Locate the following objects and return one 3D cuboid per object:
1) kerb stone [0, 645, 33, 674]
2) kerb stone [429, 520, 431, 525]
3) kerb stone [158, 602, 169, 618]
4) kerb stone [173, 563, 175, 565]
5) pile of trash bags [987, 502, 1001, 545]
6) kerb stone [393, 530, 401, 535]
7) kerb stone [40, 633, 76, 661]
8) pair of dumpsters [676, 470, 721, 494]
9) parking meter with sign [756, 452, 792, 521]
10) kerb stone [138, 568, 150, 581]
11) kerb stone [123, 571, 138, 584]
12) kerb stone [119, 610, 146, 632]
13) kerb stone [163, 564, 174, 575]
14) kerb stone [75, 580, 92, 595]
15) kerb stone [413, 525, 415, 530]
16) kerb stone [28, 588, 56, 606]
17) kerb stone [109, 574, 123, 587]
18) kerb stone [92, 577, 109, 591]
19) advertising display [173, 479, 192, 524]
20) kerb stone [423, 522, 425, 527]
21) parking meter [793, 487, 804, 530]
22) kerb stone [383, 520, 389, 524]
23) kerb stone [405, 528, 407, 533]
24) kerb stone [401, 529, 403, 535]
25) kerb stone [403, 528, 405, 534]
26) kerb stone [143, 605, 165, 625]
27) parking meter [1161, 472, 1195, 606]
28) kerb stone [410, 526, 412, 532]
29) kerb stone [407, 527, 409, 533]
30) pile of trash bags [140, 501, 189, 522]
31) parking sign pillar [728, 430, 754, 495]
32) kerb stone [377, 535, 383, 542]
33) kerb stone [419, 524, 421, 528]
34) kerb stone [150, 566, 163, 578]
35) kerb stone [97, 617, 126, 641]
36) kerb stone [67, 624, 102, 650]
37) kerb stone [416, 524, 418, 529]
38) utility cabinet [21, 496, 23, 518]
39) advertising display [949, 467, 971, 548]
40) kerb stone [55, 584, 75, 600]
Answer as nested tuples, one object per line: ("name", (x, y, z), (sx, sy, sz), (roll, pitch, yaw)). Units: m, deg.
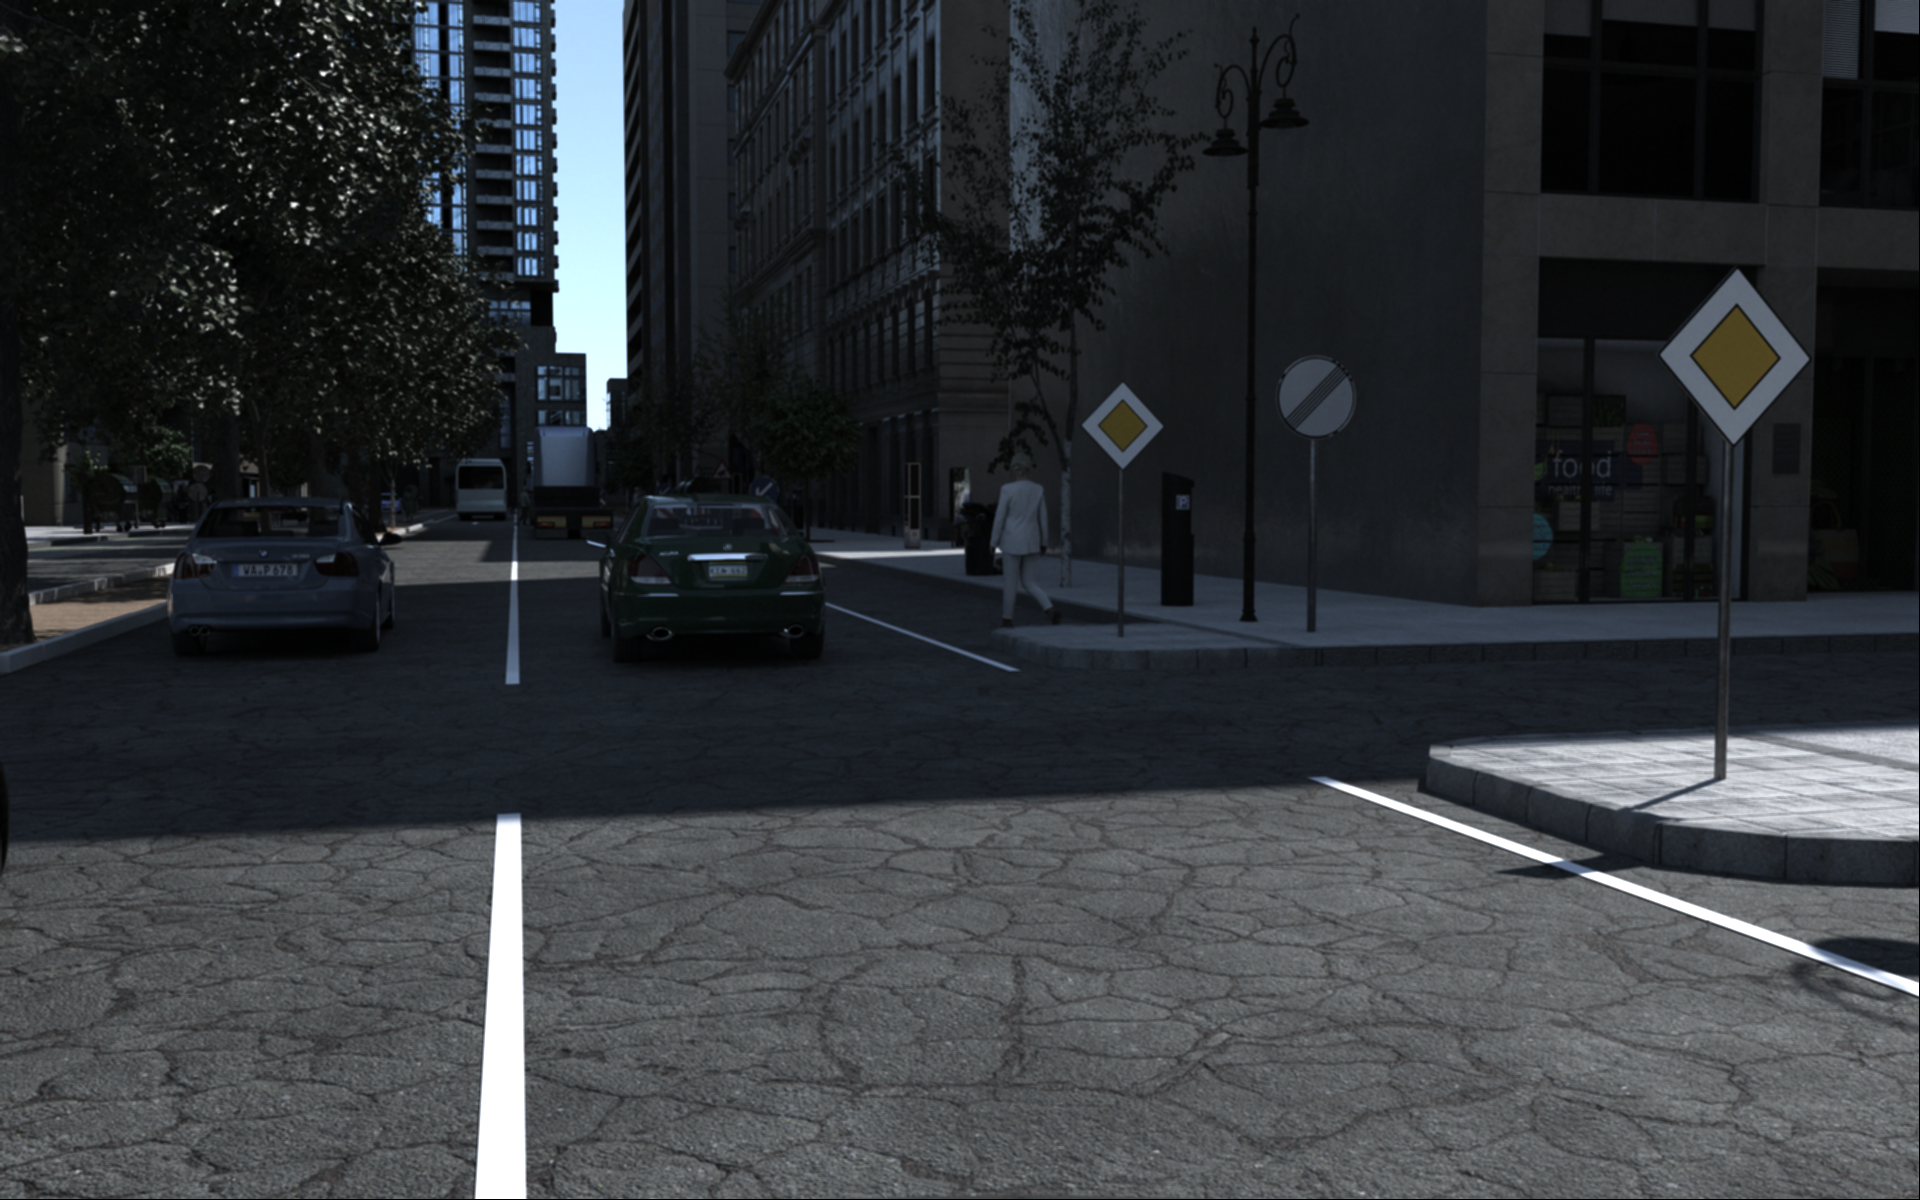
("kerb stone", (-7.761, 0.486, 14.283), (0.120, 0.150, 1.000), (-1, 4, -14))
("kerb stone", (-24.317, -3.467, 78.876), (0.120, 0.150, 1.000), (-1, 4, -14))
("kerb stone", (-9.285, 0.120, 20.230), (0.120, 0.150, 1.000), (-1, 4, -14))
("kerb stone", (-14.383, -0.579, 31.656), (0.120, 0.150, 1.000), (-1, 4, -14))
("pile of trash bags", (1.615, -2.139, 44.731), (1.912, 1.369, 3.447), (1, 4, 17))
("kerb stone", (-19.222, -2.250, 58.995), (0.120, 0.150, 1.000), (-1, 4, -14))
("kerb stone", (-8.007, 0.427, 15.275), (0.120, 0.150, 1.000), (-1, 4, -14))
("pair of dumpsters", (-10.681, -4.203, 71.213), (1.574, 2.255, 4.437), (-1, 4, -14))
("parking meter with sign", (-7.057, -4.268, 66.049), (0.543, 3.016, 1.738), (2, 4, 28))
("kerb stone", (-13.612, -0.396, 28.668), (0.120, 0.150, 1.000), (-1, 4, -14))
("kerb stone", (-13.353, -0.335, 27.676), (0.120, 0.150, 1.000), (-1, 4, -14))
("kerb stone", (-8.775, 0.242, 18.250), (0.120, 0.150, 1.000), (-1, 4, -14))
("kerb stone", (-14.126, -0.514, 30.667), (0.120, 0.150, 1.000), (-1, 4, -14))
("kerb stone", (-12.597, -0.153, 24.694), (0.120, 0.150, 1.000), (-1, 4, -14))
("kerb stone", (-21.262, -2.735, 66.938), (0.120, 0.150, 1.000), (-1, 4, -14))
("kerb stone", (-12.086, -0.025, 22.708), (0.120, 0.150, 1.000), (-1, 4, -14))
("kerb stone", (-13.105, -0.274, 26.681), (0.120, 0.150, 1.000), (-1, 4, -14))
("kerb stone", (-12.846, -0.213, 25.685), (0.120, 0.150, 1.000), (-1, 4, -14))
("advertising display", (-33.878, -4.296, 75.461), (0.974, 1.923, 0.123), (1, 4, 22))
("kerb stone", (-23.040, -3.160, 73.900), (0.120, 0.150, 1.000), (-1, 4, -14))
("parking meter", (-5.844, -3.315, 62.604), (0.372, 1.533, 0.369), (0, 3, 0))
("kerb stone", (-27.883, -3.801, 84.338), (0.120, 0.150, 1.000), (-1, 4, -14))
("kerb stone", (-19.983, -2.434, 61.986), (0.120, 0.150, 1.000), (-1, 4, -14))
("kerb stone", (-19.478, -2.312, 59.995), (0.120, 0.150, 1.000), (-1, 4, -14))
("kerb stone", (-19.727, -2.373, 60.988), (0.120, 0.150, 1.000), (-1, 4, -14))
("kerb stone", (-9.028, 0.186, 19.241), (0.120, 0.150, 1.000), (-1, 4, -14))
("parking meter", (2.502, -0.703, 19.908), (0.372, 1.533, 0.369), (0, 3, 0))
("kerb stone", (-20.751, -2.615, 64.958), (0.120, 0.150, 1.000), (-1, 4, -14))
("kerb stone", (-20.240, -2.494, 62.978), (0.120, 0.150, 1.000), (-1, 4, -14))
("pile of trash bags", (-36.972, -4.244, 79.141), (3.447, 1.369, 1.912), (1, 4, 10))
("parking sign pillar", (-9.248, -5.189, 73.319), (1.447, 3.967, 1.447), (2, 4, 28))
("kerb stone", (-17.695, -1.886, 53.035), (0.120, 0.150, 1.000), (-1, 4, -14))
("kerb stone", (-22.279, -2.979, 70.907), (0.120, 0.150, 1.000), (-1, 4, -14))
("kerb stone", (-13.866, -0.455, 29.666), (0.120, 0.150, 1.000), (-1, 4, -14))
("kerb stone", (-8.518, 0.302, 17.260), (0.120, 0.150, 1.000), (-1, 4, -14))
("kerb stone", (-8.262, 0.363, 16.267), (0.120, 0.150, 1.000), (-1, 4, -14))
("kerb stone", (-21.766, -2.858, 68.921), (0.120, 0.150, 1.000), (-1, 4, -14))
("utility cabinet", (-30.334, -2.680, 54.979), (1.020, 1.237, 0.306), (-1, 4, -18))
("advertising display", (0.010, -2.245, 41.927), (0.123, 1.923, 0.974), (2, 4, 26))
("kerb stone", (-12.339, -0.092, 23.704), (0.120, 0.150, 1.000), (-1, 4, -14))
